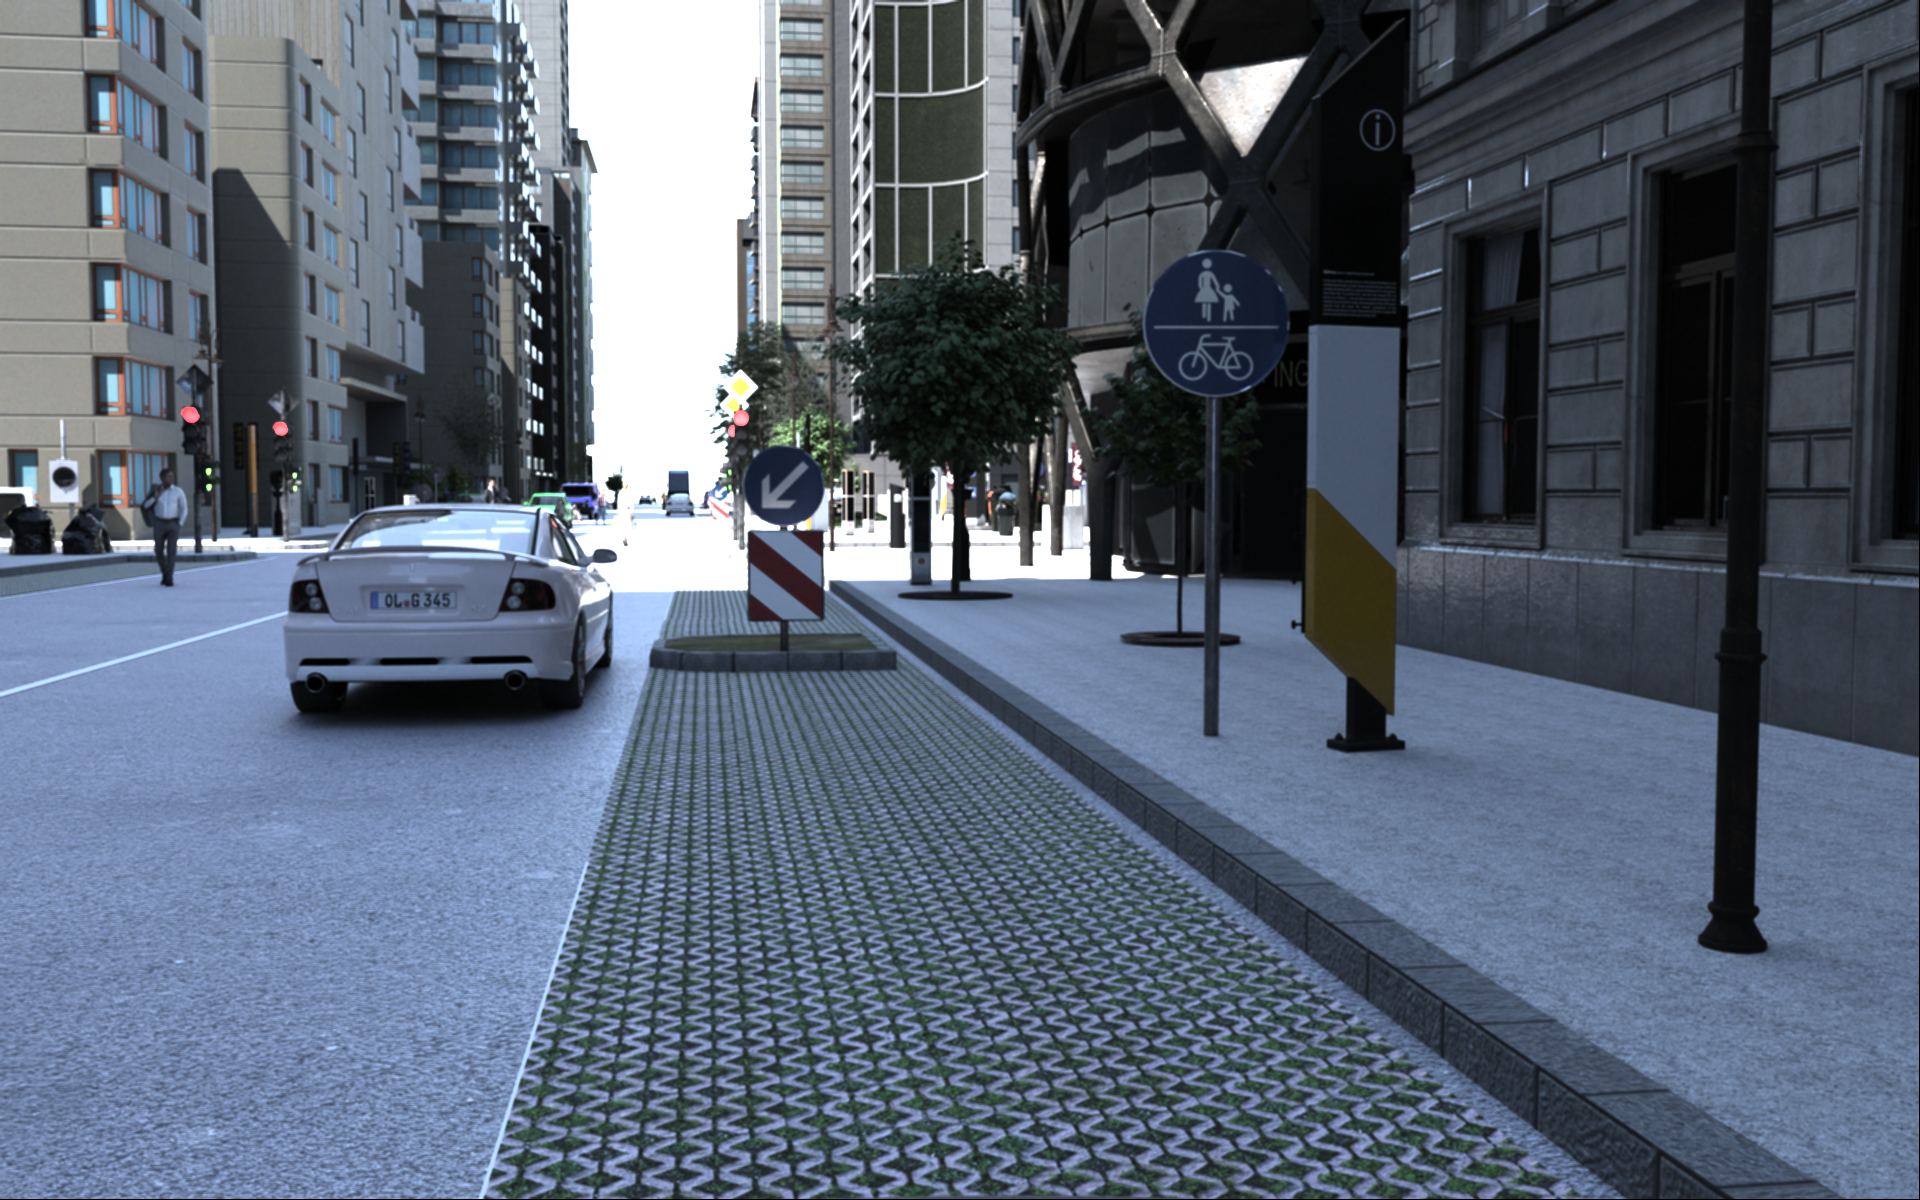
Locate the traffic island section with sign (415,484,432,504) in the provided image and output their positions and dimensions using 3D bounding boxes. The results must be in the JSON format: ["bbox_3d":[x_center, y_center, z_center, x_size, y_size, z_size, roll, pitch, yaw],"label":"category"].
[{"bbox_3d":[-21.054,-3.629,67.956,1.989,1.847,2.006,-1,4,-8],"label":"traffic island section with sign"}]

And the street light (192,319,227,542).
[{"bbox_3d":[-19.806,-4.468,45.837,0.468,5.910,1.993,-1,4,-8],"label":"street light"}]

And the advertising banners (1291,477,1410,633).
[{"bbox_3d":[4.077,-1.220,16.135,2.074,3.025,0.090,-1,4,-14],"label":"advertising banners"}]

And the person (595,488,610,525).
[{"bbox_3d":[-16.488,-4.313,79.850,0.643,1.720,0.563,2,4,30],"label":"person"}]

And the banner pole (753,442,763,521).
[{"bbox_3d":[-9.652,-5.689,83.029,0.401,3.779,0.863,3,4,37],"label":"banner pole"}]

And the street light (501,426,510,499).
[{"bbox_3d":[-29.833,-8.617,113.675,0.468,5.910,1.993,-1,4,-8],"label":"street light"}]

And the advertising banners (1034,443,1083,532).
[{"bbox_3d":[3.296,-3.833,58.854,2.074,3.025,0.090,-1,4,-15],"label":"advertising banners"}]

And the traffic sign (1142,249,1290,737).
[{"bbox_3d":[1.335,-0.551,9.123,0.768,2.556,0.104,0,4,0],"label":"traffic sign"}]

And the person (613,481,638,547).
[{"bbox_3d":[-9.127,-2.341,47.126,0.694,1.780,0.624,2,4,30],"label":"person"}]

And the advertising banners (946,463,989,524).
[{"bbox_3d":[0.326,-4.837,75.270,2.074,3.025,0.090,0,4,4],"label":"advertising banners"}]

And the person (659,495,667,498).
[{"bbox_3d":[-41.438,-14.285,242.189,1.348,1.807,0.705,2,4,26],"label":"person"}]

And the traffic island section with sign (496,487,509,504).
[{"bbox_3d":[-25.021,-5.271,94.809,1.989,1.847,2.006,-1,4,-8],"label":"traffic island section with sign"}]

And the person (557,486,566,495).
[{"bbox_3d":[-17.981,-4.236,77.856,0.616,1.811,0.778,-2,4,-24],"label":"person"}]

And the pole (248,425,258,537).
[{"bbox_3d":[-20.894,-3.507,51.185,0.158,3.312,0.155,0,3,0],"label":"pole"}]

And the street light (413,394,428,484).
[{"bbox_3d":[-24.944,-6.567,80.163,0.468,5.910,1.993,-1,4,-8],"label":"street light"}]

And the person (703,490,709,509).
[{"bbox_3d":[-24.366,-9.683,166.827,0.705,1.822,1.348,3,4,37],"label":"person"}]

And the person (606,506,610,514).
[{"bbox_3d":[-24.330,-6.340,117.656,1.012,1.151,0.738,0,4,1],"label":"person"}]

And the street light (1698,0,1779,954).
[{"bbox_3d":[2.194,-1.954,4.740,0.468,5.910,1.993,-1,4,-8],"label":"street light"}]

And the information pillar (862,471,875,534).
[{"bbox_3d":[-2.953,-3.154,56.057,0.304,2.012,0.304,-3,5,-41],"label":"information pillar"}]

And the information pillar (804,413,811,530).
[{"bbox_3d":[-4.419,-3.598,50.186,0.183,3.616,0.504,-1,4,-16],"label":"information pillar"}]

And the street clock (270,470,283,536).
[{"bbox_3d":[-20.837,-2.957,52.921,0.358,2.002,0.471,1,4,13],"label":"street clock"}]

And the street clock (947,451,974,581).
[{"bbox_3d":[0.033,-1.282,25.531,0.358,2.002,0.471,-2,4,-34],"label":"street clock"}]

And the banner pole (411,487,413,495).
[{"bbox_3d":[-36.394,-7.613,114.493,0.863,3.779,0.401,1,4,23],"label":"banner pole"}]

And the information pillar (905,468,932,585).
[{"bbox_3d":[-0.566,-1.222,24.475,0.304,2.012,0.304,-1,4,-10],"label":"information pillar"}]

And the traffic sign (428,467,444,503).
[{"bbox_3d":[-24.926,-5.033,82.397,0.768,2.556,0.104,0,4,-7],"label":"traffic sign"}]

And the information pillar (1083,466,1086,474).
[{"bbox_3d":[6.379,-5.920,88.150,0.183,3.616,0.504,-3,4,-36],"label":"information pillar"}]

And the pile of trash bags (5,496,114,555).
[{"bbox_3d":[-20.034,-1.681,37.230,3.447,1.369,1.912,0,4,-4],"label":"pile of trash bags"}]

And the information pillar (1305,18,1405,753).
[{"bbox_3d":[1.967,-1.054,8.593,0.504,3.616,0.183,-1,4,-19],"label":"information pillar"}]

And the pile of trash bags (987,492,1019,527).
[{"bbox_3d":[1.888,-3.480,66.648,1.912,1.369,3.447,2,4,23],"label":"pile of trash bags"}]

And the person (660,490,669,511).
[{"bbox_3d":[-25.295,-8.535,148.135,0.705,1.812,1.348,1,4,23],"label":"person"}]

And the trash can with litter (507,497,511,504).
[{"bbox_3d":[-31.032,-6.610,119.462,1.055,1.170,0.624,0,4,8],"label":"trash can with litter"}]

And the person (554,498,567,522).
[{"bbox_3d":[-14.044,-2.943,60.893,0.640,1.303,0.475,3,5,41],"label":"person"}]

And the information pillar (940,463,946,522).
[{"bbox_3d":[-0.770,-5.481,80.971,0.183,3.616,0.504,-1,4,-18],"label":"information pillar"}]

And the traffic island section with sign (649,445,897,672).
[{"bbox_3d":[-1.640,-0.378,14.805,1.989,1.847,2.006,-1,4,-8],"label":"traffic island section with sign"}]

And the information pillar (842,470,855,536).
[{"bbox_3d":[-3.396,-2.949,52.709,0.304,2.012,0.304,-2,4,-30],"label":"information pillar"}]

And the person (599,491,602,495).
[{"bbox_3d":[-38.592,-10.853,186.043,1.348,1.812,0.705,0,4,6],"label":"person"}]

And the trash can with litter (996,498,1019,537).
[{"bbox_3d":[1.630,-2.512,52.459,1.055,1.170,0.624,0,4,-4],"label":"trash can with litter"}]

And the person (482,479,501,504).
[{"bbox_3d":[-14.508,-2.804,53.715,0.474,1.900,0.648,0,4,1],"label":"person"}]

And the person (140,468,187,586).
[{"bbox_3d":[-12.488,-1.136,27.182,0.679,1.850,0.850,-1,4,-17],"label":"person"}]

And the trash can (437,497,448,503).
[{"bbox_3d":[-29.220,-5.259,97.642,0.748,1.137,0.748,0,3,0],"label":"trash can"}]

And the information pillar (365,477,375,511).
[{"bbox_3d":[-26.089,-4.409,76.586,0.304,2.012,0.304,2,4,32],"label":"information pillar"}]

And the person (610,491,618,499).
[{"bbox_3d":[-36.928,-10.835,185.784,0.705,1.807,1.348,3,5,42],"label":"person"}]

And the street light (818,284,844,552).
[{"bbox_3d":[-2.835,-4.003,38.231,0.468,5.910,1.993,-1,4,-8],"label":"street light"}]

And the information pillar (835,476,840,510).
[{"bbox_3d":[-6.134,-5.765,85.618,0.504,3.616,0.183,3,5,44],"label":"information pillar"}]

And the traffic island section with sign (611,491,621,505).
[{"bbox_3d":[-44.263,-13.228,224.902,1.989,1.847,2.006,-1,4,-8],"label":"traffic island section with sign"}]
